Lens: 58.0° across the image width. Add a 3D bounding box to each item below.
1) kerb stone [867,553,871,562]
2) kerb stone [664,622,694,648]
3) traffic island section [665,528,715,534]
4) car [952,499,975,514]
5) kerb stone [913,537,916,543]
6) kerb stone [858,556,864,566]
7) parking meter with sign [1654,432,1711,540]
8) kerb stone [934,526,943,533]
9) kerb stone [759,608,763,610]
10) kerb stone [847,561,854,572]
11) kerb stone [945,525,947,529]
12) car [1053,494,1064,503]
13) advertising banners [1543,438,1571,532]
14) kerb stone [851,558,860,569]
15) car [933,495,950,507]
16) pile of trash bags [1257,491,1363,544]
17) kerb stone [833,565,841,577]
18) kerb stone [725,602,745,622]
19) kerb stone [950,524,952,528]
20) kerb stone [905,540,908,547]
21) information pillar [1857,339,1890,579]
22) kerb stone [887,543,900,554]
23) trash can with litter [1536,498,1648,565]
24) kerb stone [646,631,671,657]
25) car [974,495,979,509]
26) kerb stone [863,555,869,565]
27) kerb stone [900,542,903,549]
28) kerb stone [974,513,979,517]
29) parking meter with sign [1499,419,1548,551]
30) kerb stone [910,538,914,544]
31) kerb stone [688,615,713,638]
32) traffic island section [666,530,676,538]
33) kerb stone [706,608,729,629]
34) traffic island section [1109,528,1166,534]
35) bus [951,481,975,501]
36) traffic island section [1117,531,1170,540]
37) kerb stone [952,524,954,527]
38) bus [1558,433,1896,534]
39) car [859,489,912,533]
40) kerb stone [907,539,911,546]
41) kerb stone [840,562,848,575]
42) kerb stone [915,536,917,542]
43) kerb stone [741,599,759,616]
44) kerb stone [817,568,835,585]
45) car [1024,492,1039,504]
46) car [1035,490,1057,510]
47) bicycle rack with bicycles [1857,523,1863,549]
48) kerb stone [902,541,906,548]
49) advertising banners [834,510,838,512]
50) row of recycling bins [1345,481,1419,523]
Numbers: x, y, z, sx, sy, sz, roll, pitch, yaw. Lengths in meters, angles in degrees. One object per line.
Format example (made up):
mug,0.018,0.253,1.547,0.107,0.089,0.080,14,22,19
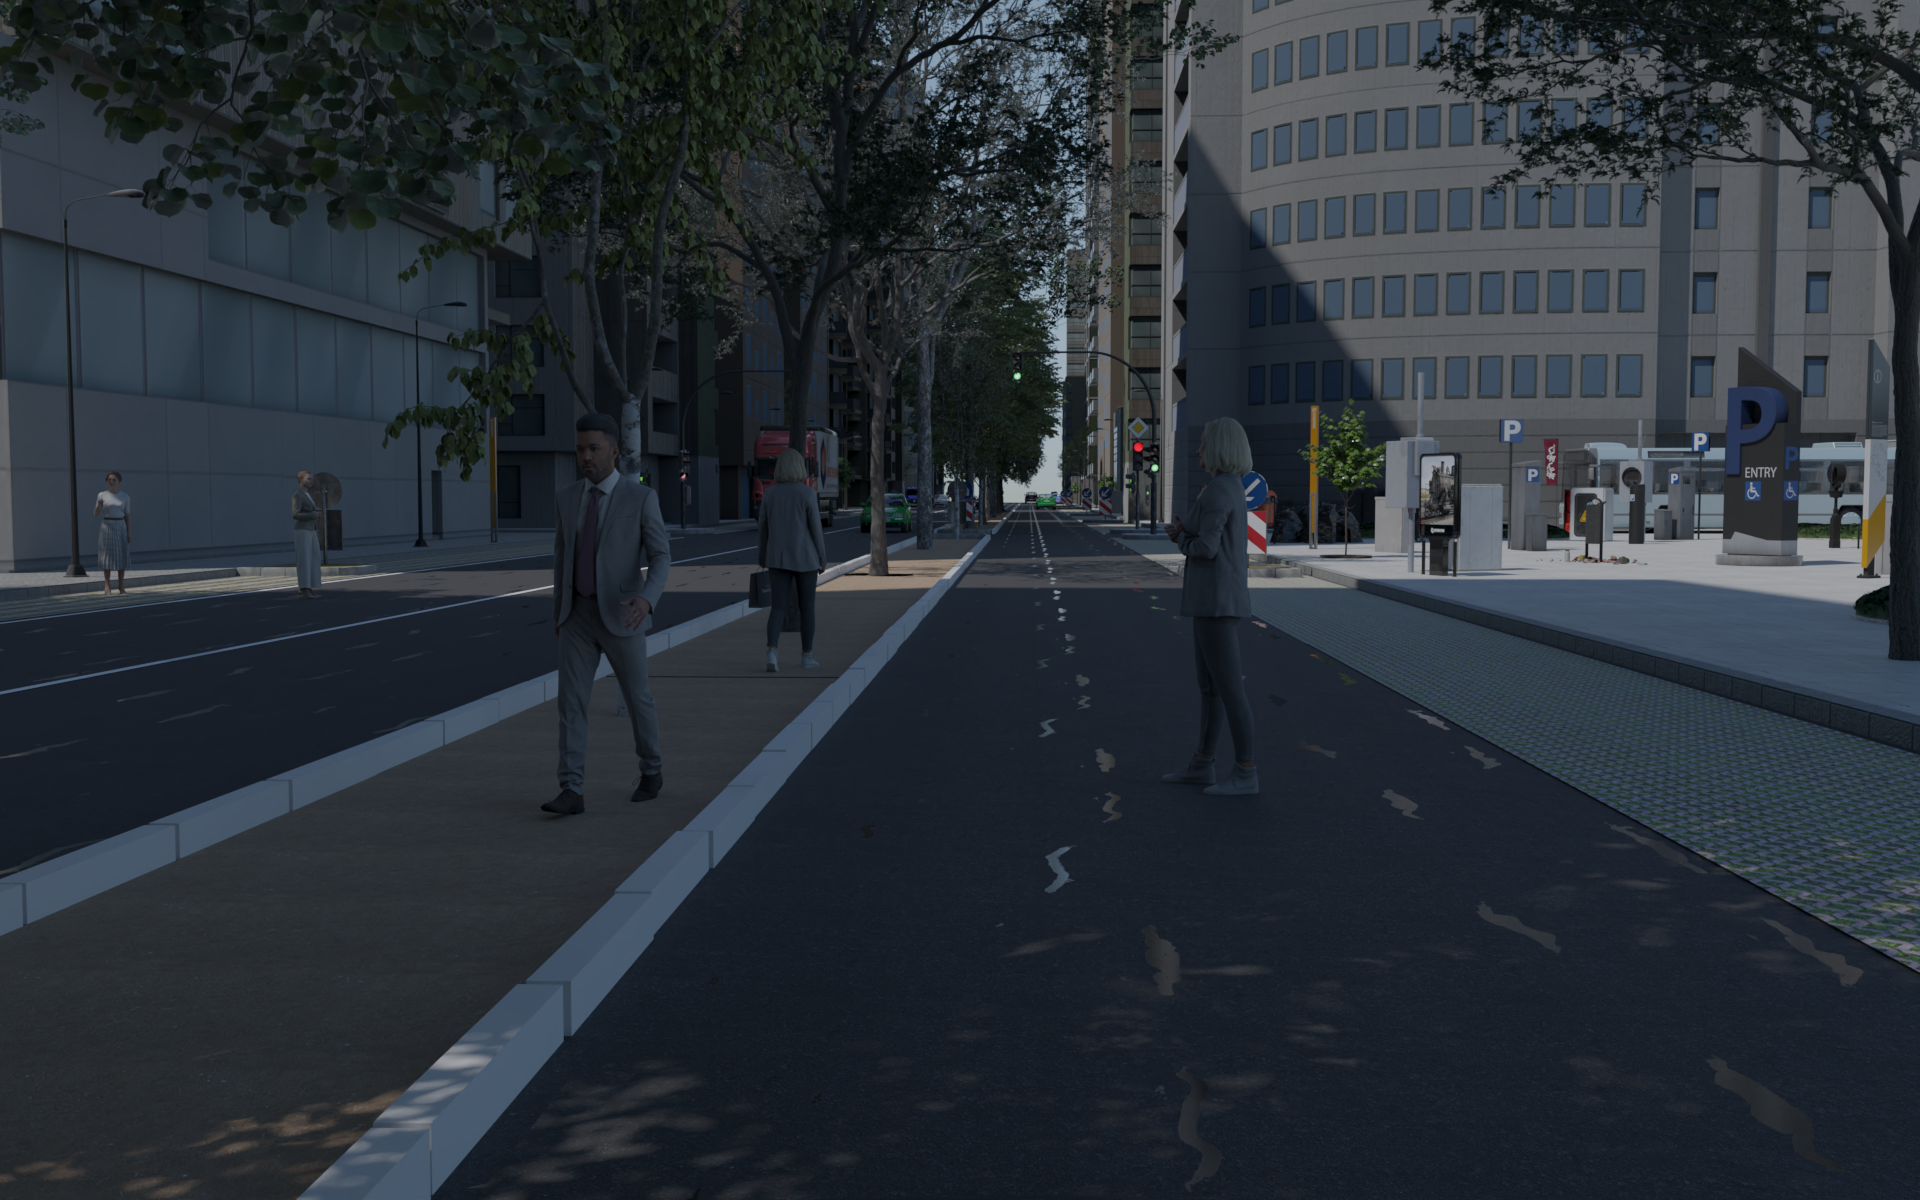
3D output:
kerb stone,-1.951,-0.835,35.932,0.120,0.150,1.000,0,4,2
kerb stone,-2.718,0.349,16.486,0.120,0.150,1.000,0,4,2
traffic island section,-10.192,-2.537,63.761,2.009,0.180,2.903,0,4,2
car,0.152,-6.712,122.319,1.945,1.354,3.894,0,4,4
kerb stone,-1.413,-1.655,49.255,0.120,0.150,1.000,0,4,2
kerb stone,-2.027,-0.715,33.888,0.120,0.150,1.000,0,4,2
parking meter with sign,20.176,-3.193,48.470,1.738,3.016,0.543,-2,4,-31
kerb stone,-0.817,-2.565,64.141,0.120,0.150,1.000,0,4,2
kerb stone,-2.512,0.040,21.606,0.120,0.150,1.000,0,4,2
kerb stone,-2.104,-0.585,31.845,0.120,0.150,1.000,0,4,2
kerb stone,-0.701,-2.753,67.213,0.120,0.150,1.000,0,4,2
car,13.508,-14.180,241.439,1.945,1.707,3.694,0,4,3
advertising banners,19.141,-3.545,54.142,0.090,3.025,2.074,-3,5,-40
kerb stone,-2.064,-0.653,32.866,0.120,0.150,1.000,0,4,2
car,-2.159,-10.906,190.674,2.083,1.381,4.827,0,4,3
pile of trash bags,8.914,-2.175,45.309,3.447,1.369,1.912,-3,5,-42
kerb stone,-2.197,-0.461,29.800,0.120,0.150,1.000,0,4,2
kerb stone,-2.603,0.161,19.560,0.120,0.150,1.000,0,4,2
kerb stone,-0.534,-3.003,71.300,0.120,0.150,1.000,0,4,2
kerb stone,-1.538,-1.462,46.175,0.120,0.150,1.000,0,4,2
information pillar,13.918,-2.139,26.330,0.504,3.616,0.183,-2,4,-32
kerb stone,-1.658,-1.278,43.096,0.120,0.150,1.000,0,4,2
trash can with litter,11.946,-1.300,32.308,1.678,1.210,2.233,-1,4,-10
kerb stone,-2.768,0.415,15.459,0.120,0.150,1.000,0,4,2
car,0.977,-9.156,162.281,1.945,1.354,3.894,0,4,3
kerb stone,-1.984,-0.773,34.909,0.120,0.150,1.000,0,4,2
kerb stone,-1.612,-1.341,44.125,0.120,0.150,1.000,0,4,2
kerb stone,1.172,-5.631,114.328,0.120,0.150,1.000,0,4,2
parking meter with sign,12.883,-2.642,39.458,0.543,3.016,1.738,0,4,-6
kerb stone,-1.452,-1.592,48.232,0.120,0.150,1.000,0,4,2
kerb stone,-2.677,0.287,17.507,0.120,0.150,1.000,0,4,2
traffic island section,-10.509,-2.049,55.783,2.009,0.180,2.903,0,4,2
kerb stone,-2.640,0.224,18.530,0.120,0.150,1.000,0,4,2
traffic island section,6.486,-2.496,63.096,2.009,0.180,2.903,0,4,2
bus,0.406,-14.886,238.241,2.948,3.499,13.247,0,4,4
traffic island section,6.169,-2.008,55.117,2.009,0.180,2.903,0,4,2
kerb stone,-0.457,-3.128,73.343,0.120,0.150,1.000,0,4,2
bus,26.494,-3.910,58.781,13.247,3.499,2.948,0,4,1
car,-2.778,-3.470,65.527,1.959,1.807,4.718,0,4,1
kerb stone,-1.494,-1.528,47.203,0.120,0.150,1.000,0,4,2
kerb stone,-2.147,-0.528,30.823,0.120,0.150,1.000,0,4,2
kerb stone,-1.373,-1.717,50.277,0.120,0.150,1.000,0,4,2
kerb stone,-2.552,0.099,20.584,0.120,0.150,1.000,0,4,2
kerb stone,-2.231,-0.399,28.778,0.120,0.150,1.000,0,4,2
car,10.756,-15.432,260.992,2.281,1.827,5.304,0,4,2
car,7.827,-9.100,157.585,1.959,1.807,4.718,0,4,1
bicycle rack with bicycles,22.216,-1.636,40.131,2.852,0.926,2.925,-1,4,-15
kerb stone,-1.566,-1.404,45.146,0.120,0.150,1.000,0,4,2
advertising banners,-9.173,-8.033,127.523,0.090,3.025,2.074,0,4,5
row of recycling bins,13.340,-2.851,53.720,1.069,1.692,3.534,-2,4,-34
